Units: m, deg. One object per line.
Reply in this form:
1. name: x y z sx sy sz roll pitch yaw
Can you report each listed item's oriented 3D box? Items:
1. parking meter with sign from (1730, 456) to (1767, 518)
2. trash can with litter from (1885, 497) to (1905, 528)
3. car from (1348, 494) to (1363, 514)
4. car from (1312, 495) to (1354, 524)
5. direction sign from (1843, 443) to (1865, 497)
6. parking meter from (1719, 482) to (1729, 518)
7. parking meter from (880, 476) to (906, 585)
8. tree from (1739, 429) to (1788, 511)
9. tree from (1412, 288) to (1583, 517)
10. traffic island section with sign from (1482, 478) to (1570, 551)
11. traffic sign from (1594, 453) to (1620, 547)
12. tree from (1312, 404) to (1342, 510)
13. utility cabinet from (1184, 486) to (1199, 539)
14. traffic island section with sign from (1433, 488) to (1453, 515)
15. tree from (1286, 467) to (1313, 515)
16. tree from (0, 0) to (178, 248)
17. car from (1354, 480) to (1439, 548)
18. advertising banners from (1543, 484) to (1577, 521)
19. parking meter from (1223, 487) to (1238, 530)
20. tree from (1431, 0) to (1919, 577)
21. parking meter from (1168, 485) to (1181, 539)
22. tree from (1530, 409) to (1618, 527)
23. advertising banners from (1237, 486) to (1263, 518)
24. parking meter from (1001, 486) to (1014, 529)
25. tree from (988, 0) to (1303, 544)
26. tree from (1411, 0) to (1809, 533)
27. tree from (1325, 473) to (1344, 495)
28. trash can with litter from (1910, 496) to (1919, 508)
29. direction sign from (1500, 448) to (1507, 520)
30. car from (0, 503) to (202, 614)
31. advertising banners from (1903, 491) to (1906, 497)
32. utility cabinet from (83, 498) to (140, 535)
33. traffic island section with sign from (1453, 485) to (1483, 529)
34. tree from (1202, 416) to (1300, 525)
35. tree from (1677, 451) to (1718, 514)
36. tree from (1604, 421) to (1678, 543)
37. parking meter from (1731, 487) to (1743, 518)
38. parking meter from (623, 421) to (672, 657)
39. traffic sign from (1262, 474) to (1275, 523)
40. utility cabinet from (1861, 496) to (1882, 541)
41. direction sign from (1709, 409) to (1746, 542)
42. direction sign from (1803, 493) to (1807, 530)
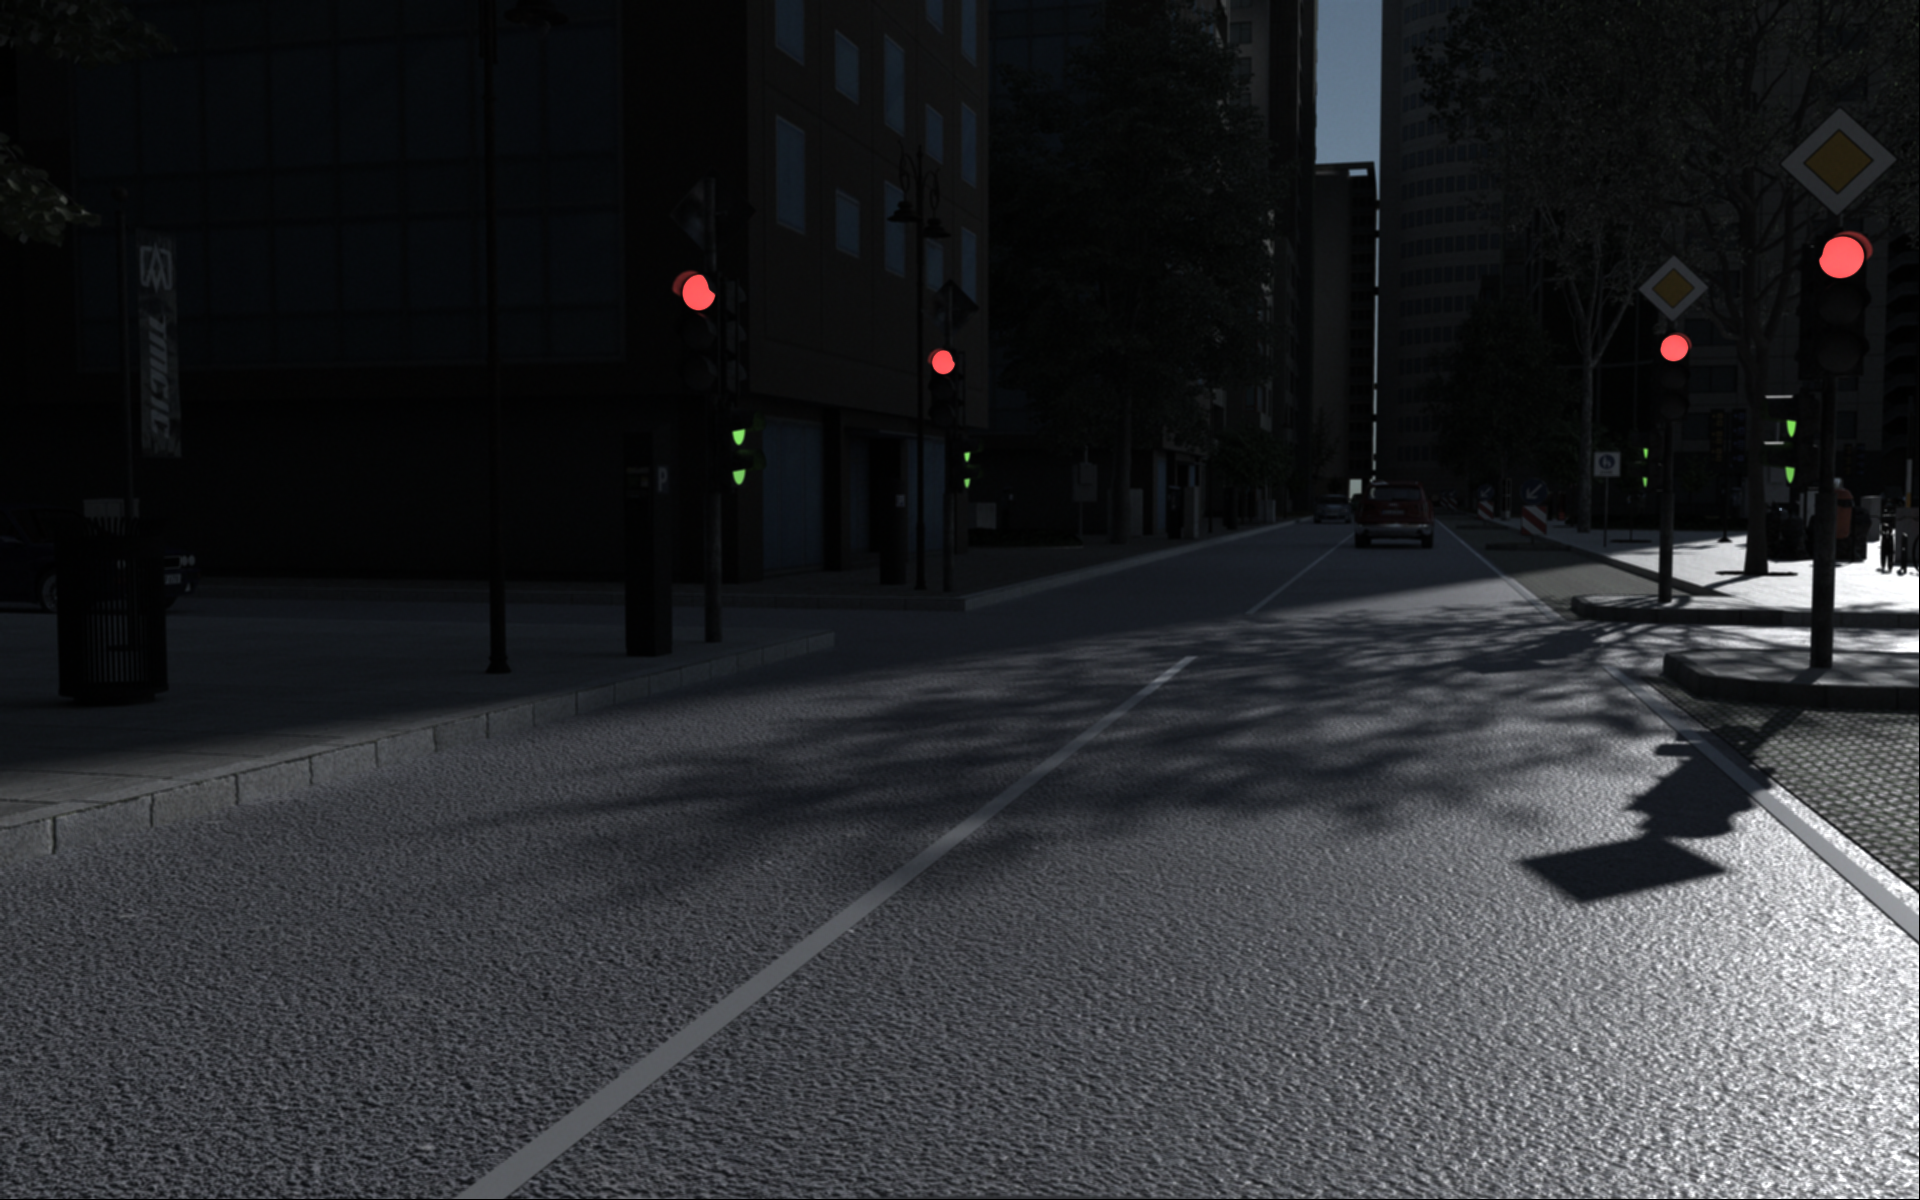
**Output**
1. parking meter with sign: 36.142 -5.069 79.147 1.738 3.016 0.543 0 4 6
2. trash can with litter: 35.379 -3.294 65.239 1.055 1.170 0.624 -2 4 -35
3. car: 29.674 -7.282 127.854 1.959 1.807 4.718 1 4 13
4. car: 18.466 -4.507 85.685 2.014 1.417 4.499 1 4 14
5. direction sign: 39.962 -5.228 77.471 0.876 3.537 0.379 3 5 41
6. parking meter: 35.971 -4.640 81.568 0.399 1.863 0.255 2 4 35
7. parking meter: -0.955 -0.990 24.590 0.372 1.533 0.369 0 3 0
8. tree: 39.580 -6.138 84.070 4.285 4.588 4.351 0 3 0
9. tree: 30.308 -11.005 96.943 9.611 12.733 9.660 0 3 0
10. traffic island section with sign: 14.540 -2.188 44.396 1.989 1.847 2.006 1 4 14
11. traffic sign: 15.641 -2.435 41.934 0.606 2.300 0.079 1 4 20
12. tree: 29.082 -11.709 141.808 4.737 8.622 4.395 0 3 0
13. utility cabinet: 6.620 -2.507 49.664 0.318 1.500 1.173 1 4 14
14. traffic island section with sign: 33.904 -6.792 119.672 1.989 1.847 2.006 1 4 14
15. tree: 20.872 -6.938 108.045 1.663 3.219 1.824 0 3 0
16. tree: -6.041 -5.369 5.914 7.486 12.596 7.792 0 3 0
17. car: 11.931 -2.370 47.421 2.281 1.827 5.304 1 4 16
18. advertising banners: 29.174 -5.372 84.025 2.074 3.025 0.090 -1 4 -20
19. parking meter: 9.813 -3.305 62.450 0.372 1.533 0.369 0 3 0
20. tree: 12.586 -7.146 27.207 12.009 13.543 11.850 0 3 0
21. parking meter: 6.126 -2.510 49.448 0.372 1.533 0.369 0 3 0
22. tree: 23.747 -5.094 66.997 4.285 4.588 4.351 0 3 0
23. advertising banners: 15.783 -5.974 93.866 0.090 3.025 2.074 -2 4 -35
24. parking meter: 1.453 -2.728 53.015 0.372 1.533 0.369 0 3 0
25. tree: 4.139 -8.422 44.351 9.857 13.997 8.962 0 3 0
26. tree: 21.988 -12.251 56.187 12.611 20.169 13.585 0 3 0
27. tree: 34.209 -10.025 158.505 1.663 3.219 1.824 0 3 0
28. trash can with litter: 46.502 -4.522 84.990 2.233 1.210 1.678 3 5 41
29. direction sign: 27.077 -5.752 86.044 0.379 3.537 0.876 2 4 24
30. car: -11.224 -0.501 20.774 3.894 1.354 1.945 1 4 13
31. advertising banners: 42.950 -5.041 78.610 0.090 3.025 2.074 2 4 33
32. utility cabinet: -12.483 -0.876 25.485 1.020 1.237 0.306 2 4 35
33. traffic island section with sign: 21.341 -3.804 70.830 1.989 1.847 2.006 1 4 14
34. tree: 11.792 -5.423 72.380 4.285 4.588 4.351 0 3 0
35. tree: 32.484 -5.029 76.820 1.663 3.219 1.824 0 3 0
36. tree: 17.871 -3.141 45.951 1.663 3.219 1.824 0 3 0
37. parking meter: 28.696 -3.400 64.001 0.372 1.533 0.369 0 3 0
38. parking meter: -2.480 -0.492 13.756 0.255 1.863 0.399 1 4 15
39. traffic sign: 13.315 -4.610 75.474 0.768 2.556 0.104 1 4 19
40. utility cabinet: 25.266 -2.258 48.086 0.306 1.237 1.020 1 4 14
41. direction sign: 20.372 -3.304 46.025 0.876 3.537 0.379 1 4 13
42. direction sign: 21.461 -3.176 43.930 0.379 3.537 0.876 3 4 36
